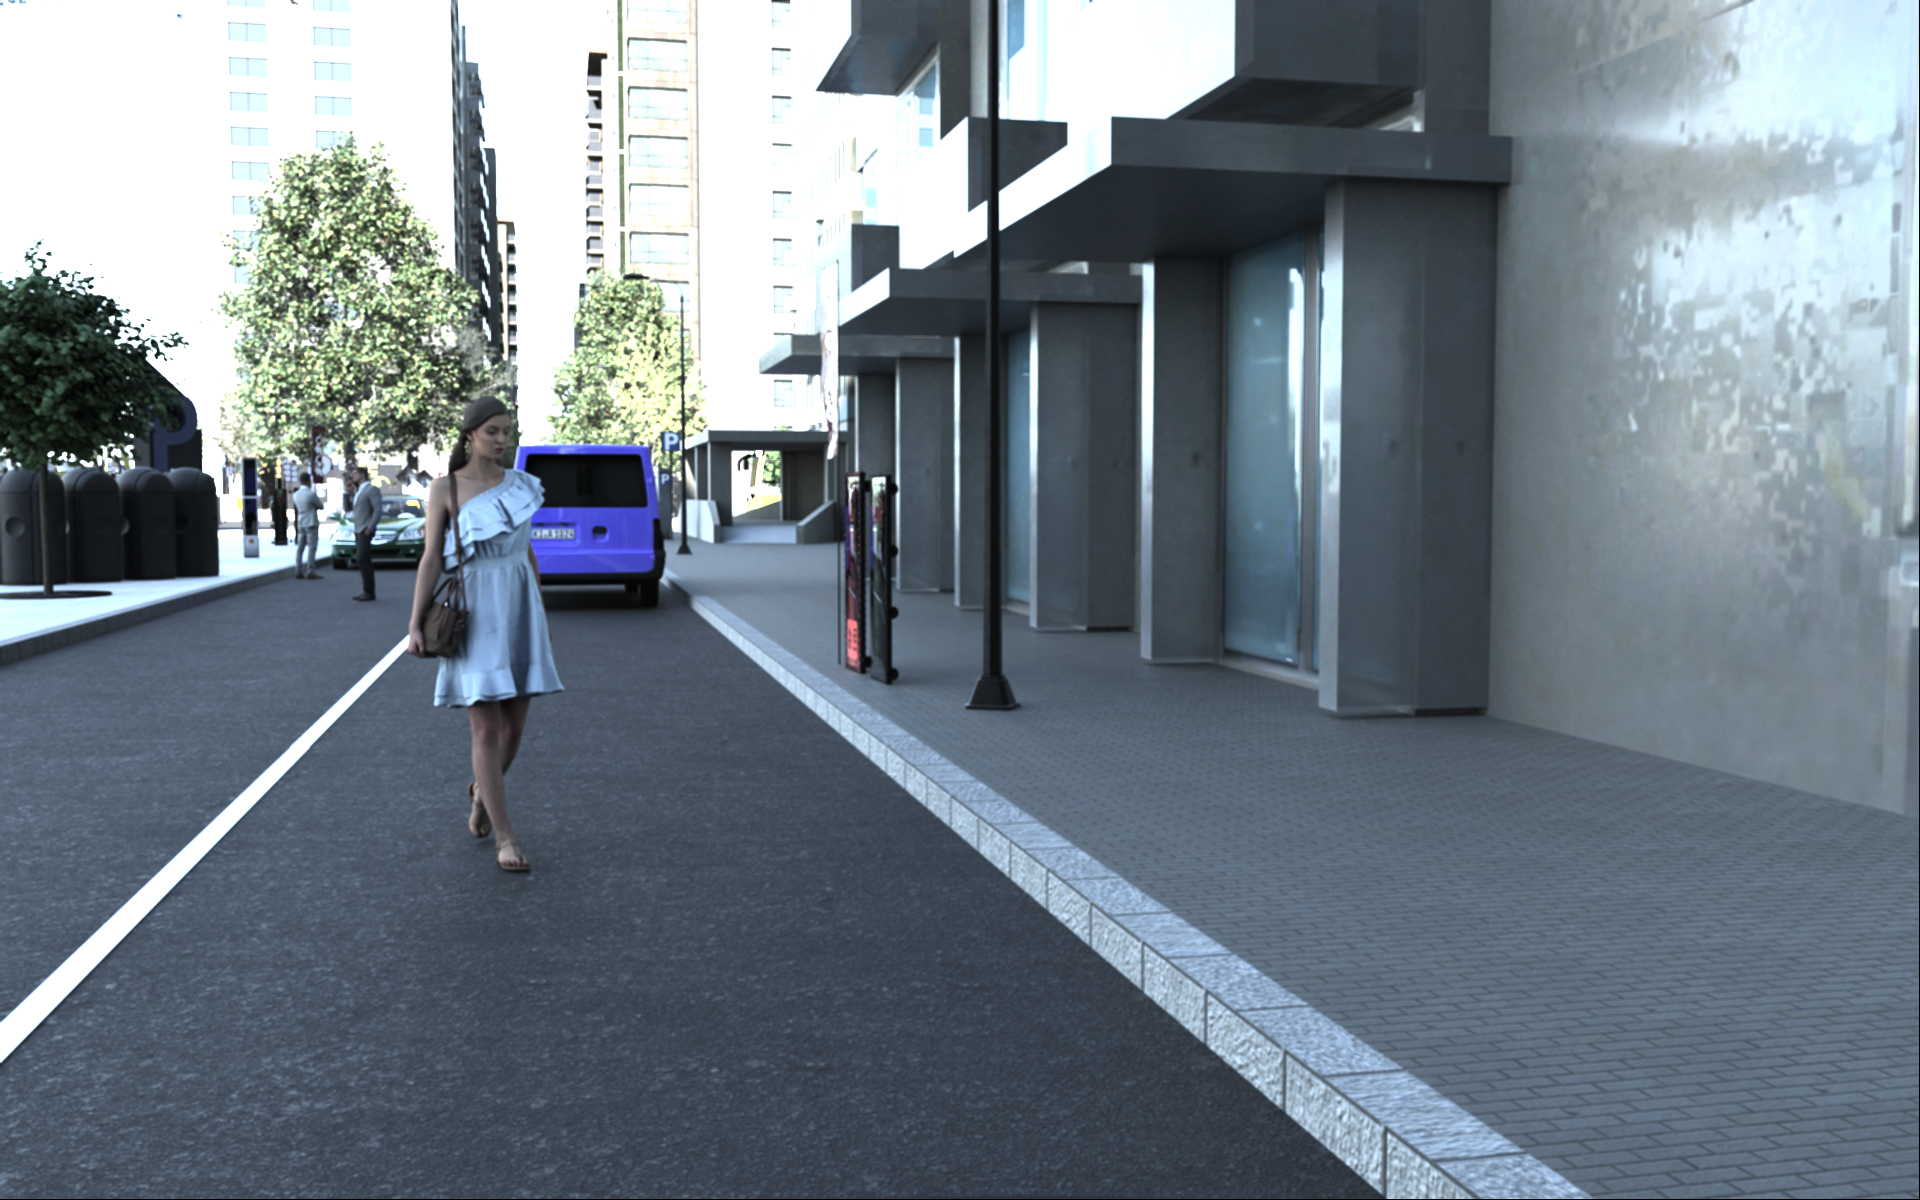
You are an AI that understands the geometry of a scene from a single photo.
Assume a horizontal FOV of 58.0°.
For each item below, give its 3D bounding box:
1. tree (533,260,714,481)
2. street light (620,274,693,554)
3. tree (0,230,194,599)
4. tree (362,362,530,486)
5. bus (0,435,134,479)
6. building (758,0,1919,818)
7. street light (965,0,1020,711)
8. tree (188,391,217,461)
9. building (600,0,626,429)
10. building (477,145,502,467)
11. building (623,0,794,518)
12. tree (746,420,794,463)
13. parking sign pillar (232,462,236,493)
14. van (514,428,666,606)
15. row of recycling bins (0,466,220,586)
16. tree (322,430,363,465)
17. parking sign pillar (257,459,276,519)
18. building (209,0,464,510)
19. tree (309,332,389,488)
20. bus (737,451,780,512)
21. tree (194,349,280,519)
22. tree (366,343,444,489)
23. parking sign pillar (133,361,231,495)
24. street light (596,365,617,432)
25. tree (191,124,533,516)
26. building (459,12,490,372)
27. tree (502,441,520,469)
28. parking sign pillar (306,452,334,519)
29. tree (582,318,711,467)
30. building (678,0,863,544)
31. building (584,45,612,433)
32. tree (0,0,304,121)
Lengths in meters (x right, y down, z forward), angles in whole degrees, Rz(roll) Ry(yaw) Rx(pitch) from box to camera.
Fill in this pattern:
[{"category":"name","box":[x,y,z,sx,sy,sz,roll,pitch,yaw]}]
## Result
[{"category":"tree","box":[-16.449,-10.272,84.947,9.611,12.733,9.660,0,3,0]},{"category":"street light","box":[-6.426,-3.928,36.758,1.470,5.913,1.316,-1,4,-13]},{"category":"tree","box":[-11.550,-2.323,21.695,4.285,4.588,4.351,0,3,0]},{"category":"tree","box":[-32.760,-10.941,113.303,8.767,10.594,7.601,1,4,18]},{"category":"bus","box":[-35.395,-4.306,61.949,12.252,3.916,2.896,-1,4,-13]},{"category":"building","box":[10.497,-24.407,18.669,23.786,49.044,30.456,-1,4,-13]},{"category":"street light","box":[-0.333,-2.299,10.122,1.470,5.913,1.316,-1,4,-13]},{"category":"tree","box":[-53.680,-10.355,119.663,4.737,8.622,4.395,0,3,0]},{"category":"building","box":[-31.786,-46.267,194.710,20.563,71.187,20.611,-1,4,-13]},{"category":"building","box":[-59.788,-31.394,196.886,14.154,41.232,14.086,-1,4,-13]},{"category":"building","box":[-12.162,-20.059,99.662,14.160,30.474,14.107,-1,4,-13]},{"category":"tree","box":[-7.808,-5.693,76.797,4.285,4.588,4.351,0,3,0]},{"category":"parking sign pillar","box":[-51.894,-8.280,123.850,1.447,3.967,1.447,2,4,33]},{"category":"van","box":[-5.186,-1.177,23.631,2.240,2.365,5.245,-1,4,-14]},{"category":"row of recycling bins","box":[-12.551,-1.140,25.754,1.069,1.692,3.534,2,4,25]},{"category":"tree","box":[-42.277,-11.635,124.651,8.767,10.594,7.601,-1,4,-11]},{"category":"parking sign pillar","box":[-36.595,-6.282,91.189,1.447,3.967,1.447,1,4,12]},{"category":"building","box":[-51.309,-43.434,148.393,20.563,71.187,20.611,-1,4,-13]},{"category":"tree","box":[-25.469,-7.441,72.019,4.737,8.622,4.395,0,3,0]},{"category":"bus","box":[-2.598,-4.741,69.055,12.252,3.916,2.896,-1,4,-12]},{"category":"tree","box":[-36.879,-8.388,87.505,4.360,8.622,3.978,0,3,0]},{"category":"tree","box":[-26.234,-8.108,82.932,4.360,8.622,3.978,0,3,0]},{"category":"parking sign pillar","box":[-15.018,-2.716,32.880,1.447,3.967,1.447,1,4,21]},{"category":"street light","box":[-12.452,-5.521,62.807,1.470,5.913,1.316,-1,4,-13]},{"category":"tree","box":[-19.171,-8.392,54.220,9.611,12.733,9.660,0,3,0]},{"category":"building","box":[-59.019,-33.883,173.600,23.786,49.044,30.456,-1,4,-13]},{"category":"tree","box":[-54.335,-15.835,209.264,4.360,8.622,3.978,0,3,0]},{"category":"parking sign pillar","box":[-32.511,-6.088,88.009,1.447,3.967,1.447,-2,4,-25]},{"category":"tree","box":[-12.981,-7.543,73.689,4.737,8.622,4.395,0,3,0]},{"category":"building","box":[7.691,-22.171,54.380,32.217,40.220,23.993,-1,4,-13]},{"category":"building","box":[-25.508,-31.582,170.995,22.147,44.769,28.867,-1,4,-13]},{"category":"tree","box":[-8.672,-6.031,8.972,12.009,13.543,11.850,0,3,0]}]
